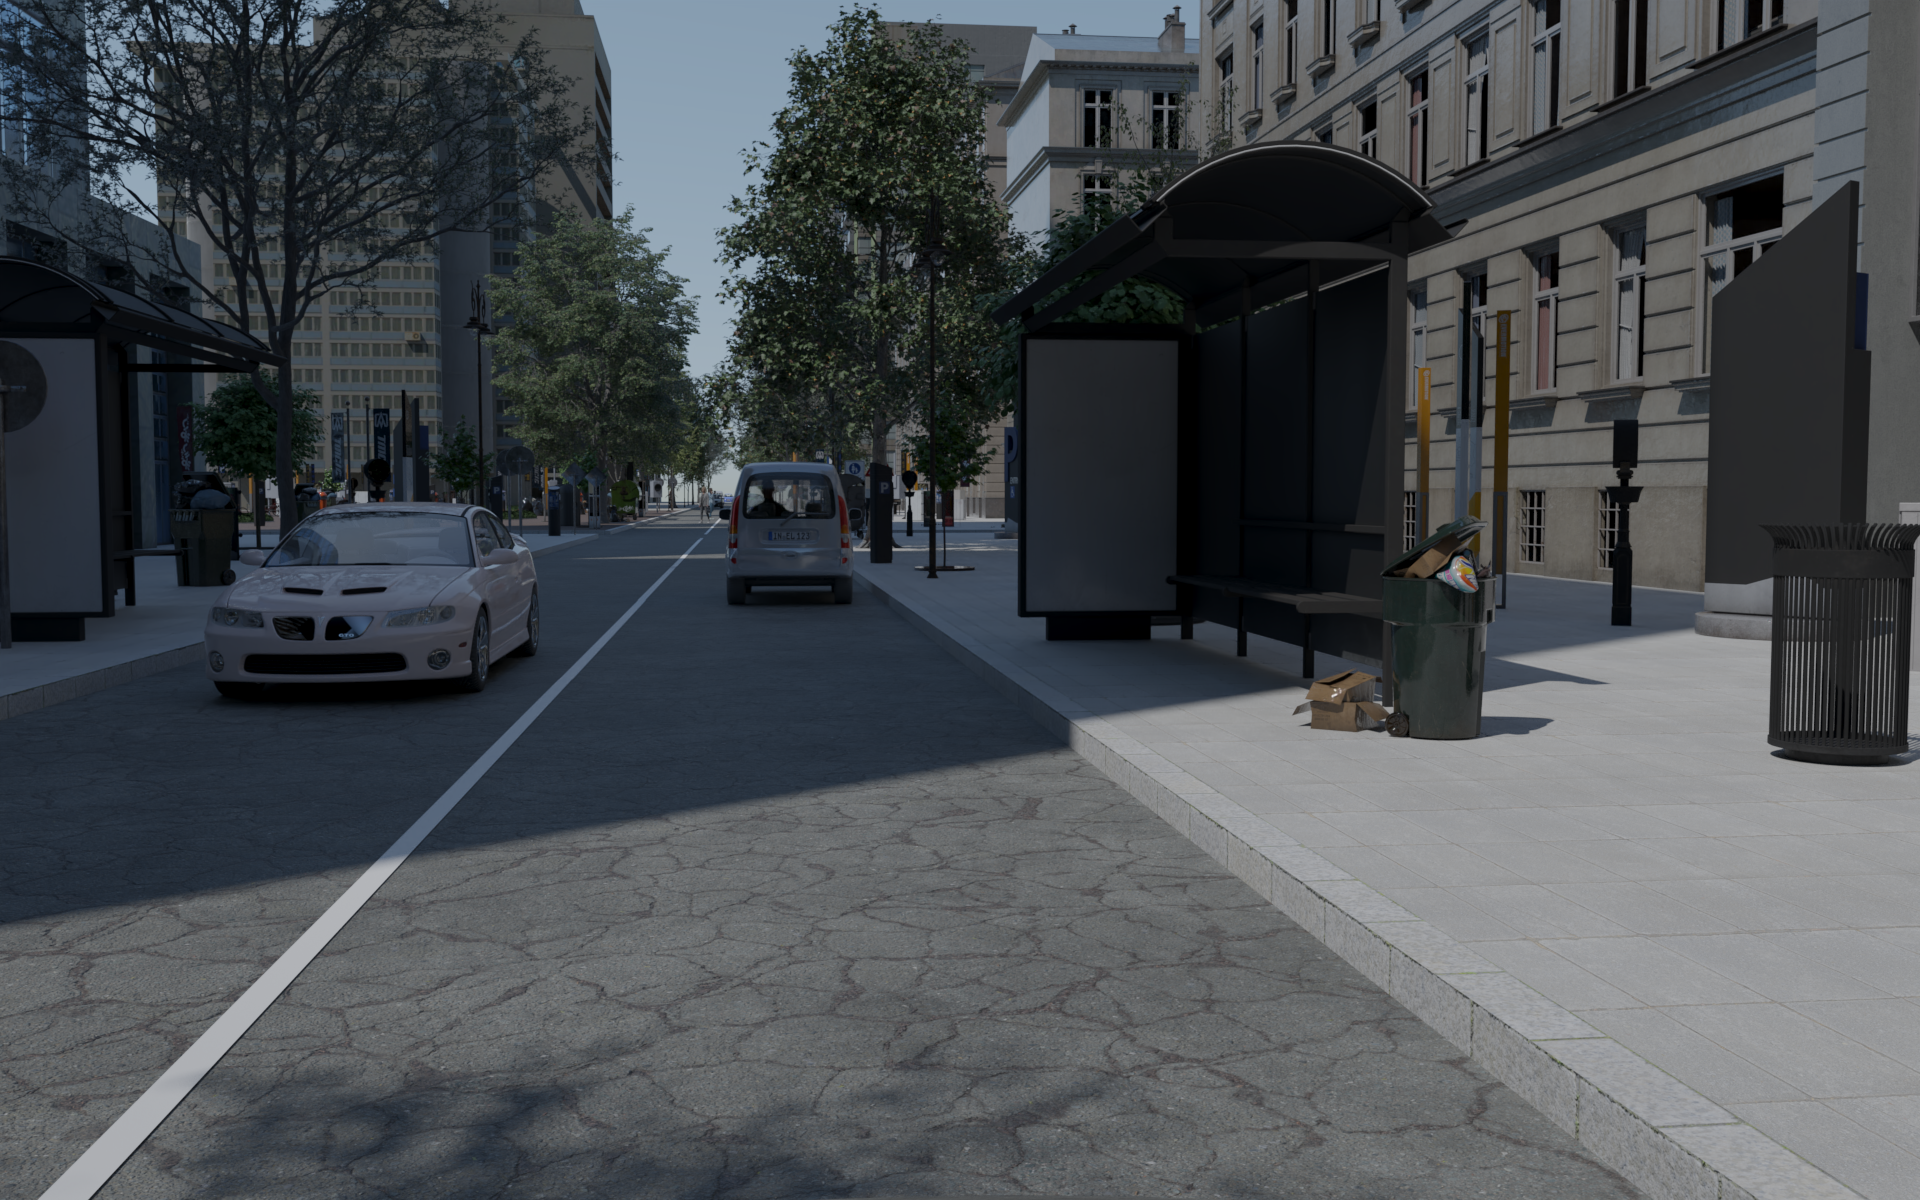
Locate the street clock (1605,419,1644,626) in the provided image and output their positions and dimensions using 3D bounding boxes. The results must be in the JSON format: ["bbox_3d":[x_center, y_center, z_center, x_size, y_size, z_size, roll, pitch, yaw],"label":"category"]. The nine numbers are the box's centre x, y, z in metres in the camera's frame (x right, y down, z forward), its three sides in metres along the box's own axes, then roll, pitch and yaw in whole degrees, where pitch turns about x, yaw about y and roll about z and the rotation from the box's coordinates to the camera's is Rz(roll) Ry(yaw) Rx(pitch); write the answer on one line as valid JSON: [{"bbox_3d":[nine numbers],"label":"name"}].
[{"bbox_3d":[6.465,-0.752,16.872,0.358,2.002,0.471,1,4,20],"label":"street clock"}]

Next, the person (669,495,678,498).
[{"bbox_3d":[-35.718,-12.622,215.654,1.217,1.735,0.721,0,4,-2],"label":"person"}]

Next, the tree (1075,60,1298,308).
[{"bbox_3d":[3.807,-4.906,30.578,4.360,8.622,3.978,0,3,0],"label":"tree"}]

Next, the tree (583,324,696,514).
[{"bbox_3d":[-20.399,-11.743,110.127,7.486,12.596,7.792,0,3,0],"label":"tree"}]

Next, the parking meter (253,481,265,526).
[{"bbox_3d":[-27.917,-3.872,69.019,0.255,1.863,0.399,3,5,40],"label":"parking meter"}]

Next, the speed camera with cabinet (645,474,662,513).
[{"bbox_3d":[-21.444,-7.604,118.654,2.038,3.252,0.660,-2,4,-33],"label":"speed camera with cabinet"}]

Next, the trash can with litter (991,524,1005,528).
[{"bbox_3d":[2.176,-3.351,65.843,2.233,1.210,1.678,3,5,42],"label":"trash can with litter"}]

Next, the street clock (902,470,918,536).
[{"bbox_3d":[-1.525,-2.927,52.422,0.471,2.002,0.358,0,4,4],"label":"street clock"}]

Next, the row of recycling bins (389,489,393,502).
[{"bbox_3d":[-39.893,-7.118,123.490,1.069,1.692,3.534,0,4,-4],"label":"row of recycling bins"}]

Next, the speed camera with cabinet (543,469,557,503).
[{"bbox_3d":[-27.494,-7.447,116.094,0.660,3.252,2.038,-2,4,-25],"label":"speed camera with cabinet"}]

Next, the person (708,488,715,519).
[{"bbox_3d":[-14.135,-5.477,98.312,0.793,1.790,0.793,-2,4,-27],"label":"person"}]

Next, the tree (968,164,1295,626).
[{"bbox_3d":[1.809,-2.056,17.337,4.285,4.588,4.351,0,3,0],"label":"tree"}]

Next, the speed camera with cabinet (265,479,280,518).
[{"bbox_3d":[-40.942,-6.719,104.190,2.038,3.252,0.660,3,4,36],"label":"speed camera with cabinet"}]

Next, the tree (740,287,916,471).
[{"bbox_3d":[-5.013,-8.471,72.916,7.601,10.594,8.767,-3,4,-36],"label":"tree"}]

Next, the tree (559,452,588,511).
[{"bbox_3d":[-29.267,-9.116,132.762,4.285,4.588,4.351,0,3,0],"label":"tree"}]

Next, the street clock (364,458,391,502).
[{"bbox_3d":[-11.833,-1.874,35.206,0.471,2.002,0.358,-3,5,-40],"label":"street clock"}]

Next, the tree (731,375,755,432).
[{"bbox_3d":[-29.688,-24.568,257.571,12.611,20.169,13.585,0,3,0],"label":"tree"}]

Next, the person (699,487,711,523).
[{"bbox_3d":[-12.524,-4.688,85.329,0.709,1.800,0.728,2,4,32],"label":"person"}]

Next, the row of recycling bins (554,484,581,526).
[{"bbox_3d":[-16.224,-3.898,70.843,1.069,1.692,3.534,-1,4,-20],"label":"row of recycling bins"}]

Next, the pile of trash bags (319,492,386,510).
[{"bbox_3d":[-28.278,-4.297,80.010,3.447,1.369,1.912,1,4,12],"label":"pile of trash bags"}]

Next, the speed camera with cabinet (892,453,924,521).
[{"bbox_3d":[-2.471,-5.431,83.126,2.038,3.252,0.660,3,4,36],"label":"speed camera with cabinet"}]

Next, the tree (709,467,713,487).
[{"bbox_3d":[-40.068,-19.548,269.973,4.360,8.622,3.978,0,3,0],"label":"tree"}]

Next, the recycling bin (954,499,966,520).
[{"bbox_3d":[-0.114,-4.407,84.602,0.722,1.027,0.722,1,4,9],"label":"recycling bin"}]

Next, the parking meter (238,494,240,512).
[{"bbox_3d":[-48.701,-6.624,116.715,0.372,1.533,0.369,0,3,0],"label":"parking meter"}]

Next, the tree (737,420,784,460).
[{"bbox_3d":[-19.405,-15.926,178.524,7.486,12.596,7.792,0,3,0],"label":"tree"}]

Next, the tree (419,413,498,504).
[{"bbox_3d":[-11.835,-2.871,41.548,1.663,3.219,1.824,0,3,0],"label":"tree"}]

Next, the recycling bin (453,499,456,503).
[{"bbox_3d":[-28.060,-5.189,97.402,0.722,1.027,0.722,-2,4,-35],"label":"recycling bin"}]

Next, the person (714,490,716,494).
[{"bbox_3d":[-26.276,-10.851,185.916,0.705,1.824,1.348,0,4,4],"label":"person"}]

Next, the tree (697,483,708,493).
[{"bbox_3d":[-38.987,-16.410,262.906,1.663,3.219,1.824,0,3,0],"label":"tree"}]

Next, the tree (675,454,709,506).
[{"bbox_3d":[-29.541,-14.529,187.912,4.360,8.622,3.978,0,3,0],"label":"tree"}]

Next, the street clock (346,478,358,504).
[{"bbox_3d":[-27.006,-4.429,76.984,0.358,2.002,0.471,3,5,40],"label":"street clock"}]

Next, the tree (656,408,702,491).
[{"bbox_3d":[-23.661,-11.795,143.217,4.737,8.622,4.395,0,3,0],"label":"tree"}]

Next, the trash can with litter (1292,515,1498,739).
[{"bbox_3d":[2.307,0.130,9.264,1.055,1.170,0.624,2,4,33],"label":"trash can with litter"}]

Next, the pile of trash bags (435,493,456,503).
[{"bbox_3d":[-31.454,-5.852,105.433,1.912,1.369,3.447,0,4,3],"label":"pile of trash bags"}]

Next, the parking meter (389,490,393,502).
[{"bbox_3d":[-38.147,-6.606,116.415,0.372,1.533,0.369,0,3,0],"label":"parking meter"}]

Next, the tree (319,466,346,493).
[{"bbox_3d":[-39.269,-6.934,107.968,1.663,3.219,1.824,0,3,0],"label":"tree"}]

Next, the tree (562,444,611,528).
[{"bbox_3d":[-14.153,-4.396,66.482,1.663,3.219,1.824,0,3,0],"label":"tree"}]

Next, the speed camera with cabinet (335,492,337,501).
[{"bbox_3d":[-44.240,-7.894,123.396,0.660,3.252,2.038,-3,5,-39],"label":"speed camera with cabinet"}]

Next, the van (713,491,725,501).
[{"bbox_3d":[-31.672,-13.415,226.341,2.013,2.044,4.112,0,4,-7],"label":"van"}]

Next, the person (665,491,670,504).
[{"bbox_3d":[-36.385,-12.758,217.237,1.348,1.807,0.705,2,4,24],"label":"person"}]

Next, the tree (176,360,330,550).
[{"bbox_3d":[-16.309,-3.465,40.374,4.285,4.588,4.351,0,3,0],"label":"tree"}]

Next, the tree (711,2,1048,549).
[{"bbox_3d":[-1.809,-7.564,40.683,9.611,12.733,9.660,0,3,0],"label":"tree"}]

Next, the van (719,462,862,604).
[{"bbox_3d":[-2.340,-1.033,23.901,2.013,2.044,4.112,0,4,-5],"label":"van"}]

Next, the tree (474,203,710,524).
[{"bbox_3d":[-15.735,-10.298,75.034,9.857,13.997,8.962,0,3,0],"label":"tree"}]

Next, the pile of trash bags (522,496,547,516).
[{"bbox_3d":[-24.369,-5.620,101.634,3.447,1.369,1.912,3,4,38],"label":"pile of trash bags"}]

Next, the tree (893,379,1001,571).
[{"bbox_3d":[-0.127,-2.112,29.128,1.663,3.219,1.824,0,3,0],"label":"tree"}]

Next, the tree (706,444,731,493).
[{"bbox_3d":[-41.388,-22.029,285.923,9.928,11.665,9.643,0,3,0],"label":"tree"}]

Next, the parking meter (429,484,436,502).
[{"bbox_3d":[-30.738,-5.814,100.766,0.399,1.863,0.255,-2,4,-30],"label":"parking meter"}]

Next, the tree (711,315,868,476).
[{"bbox_3d":[-9.387,-11.503,98.440,12.009,13.543,11.850,0,3,0],"label":"tree"}]

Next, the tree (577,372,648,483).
[{"bbox_3d":[-18.029,-8.584,90.704,4.360,8.622,3.978,0,3,0],"label":"tree"}]

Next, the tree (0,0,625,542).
[{"bbox_3d":[-10.426,-7.081,26.151,12.009,13.543,11.850,0,3,0],"label":"tree"}]

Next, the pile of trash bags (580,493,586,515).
[{"bbox_3d":[-23.985,-6.022,108.210,3.447,1.369,1.912,-2,4,-31],"label":"pile of trash bags"}]

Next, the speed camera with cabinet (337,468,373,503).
[{"bbox_3d":[-39.747,-7.318,113.993,2.038,3.252,0.660,0,4,7],"label":"speed camera with cabinet"}]
